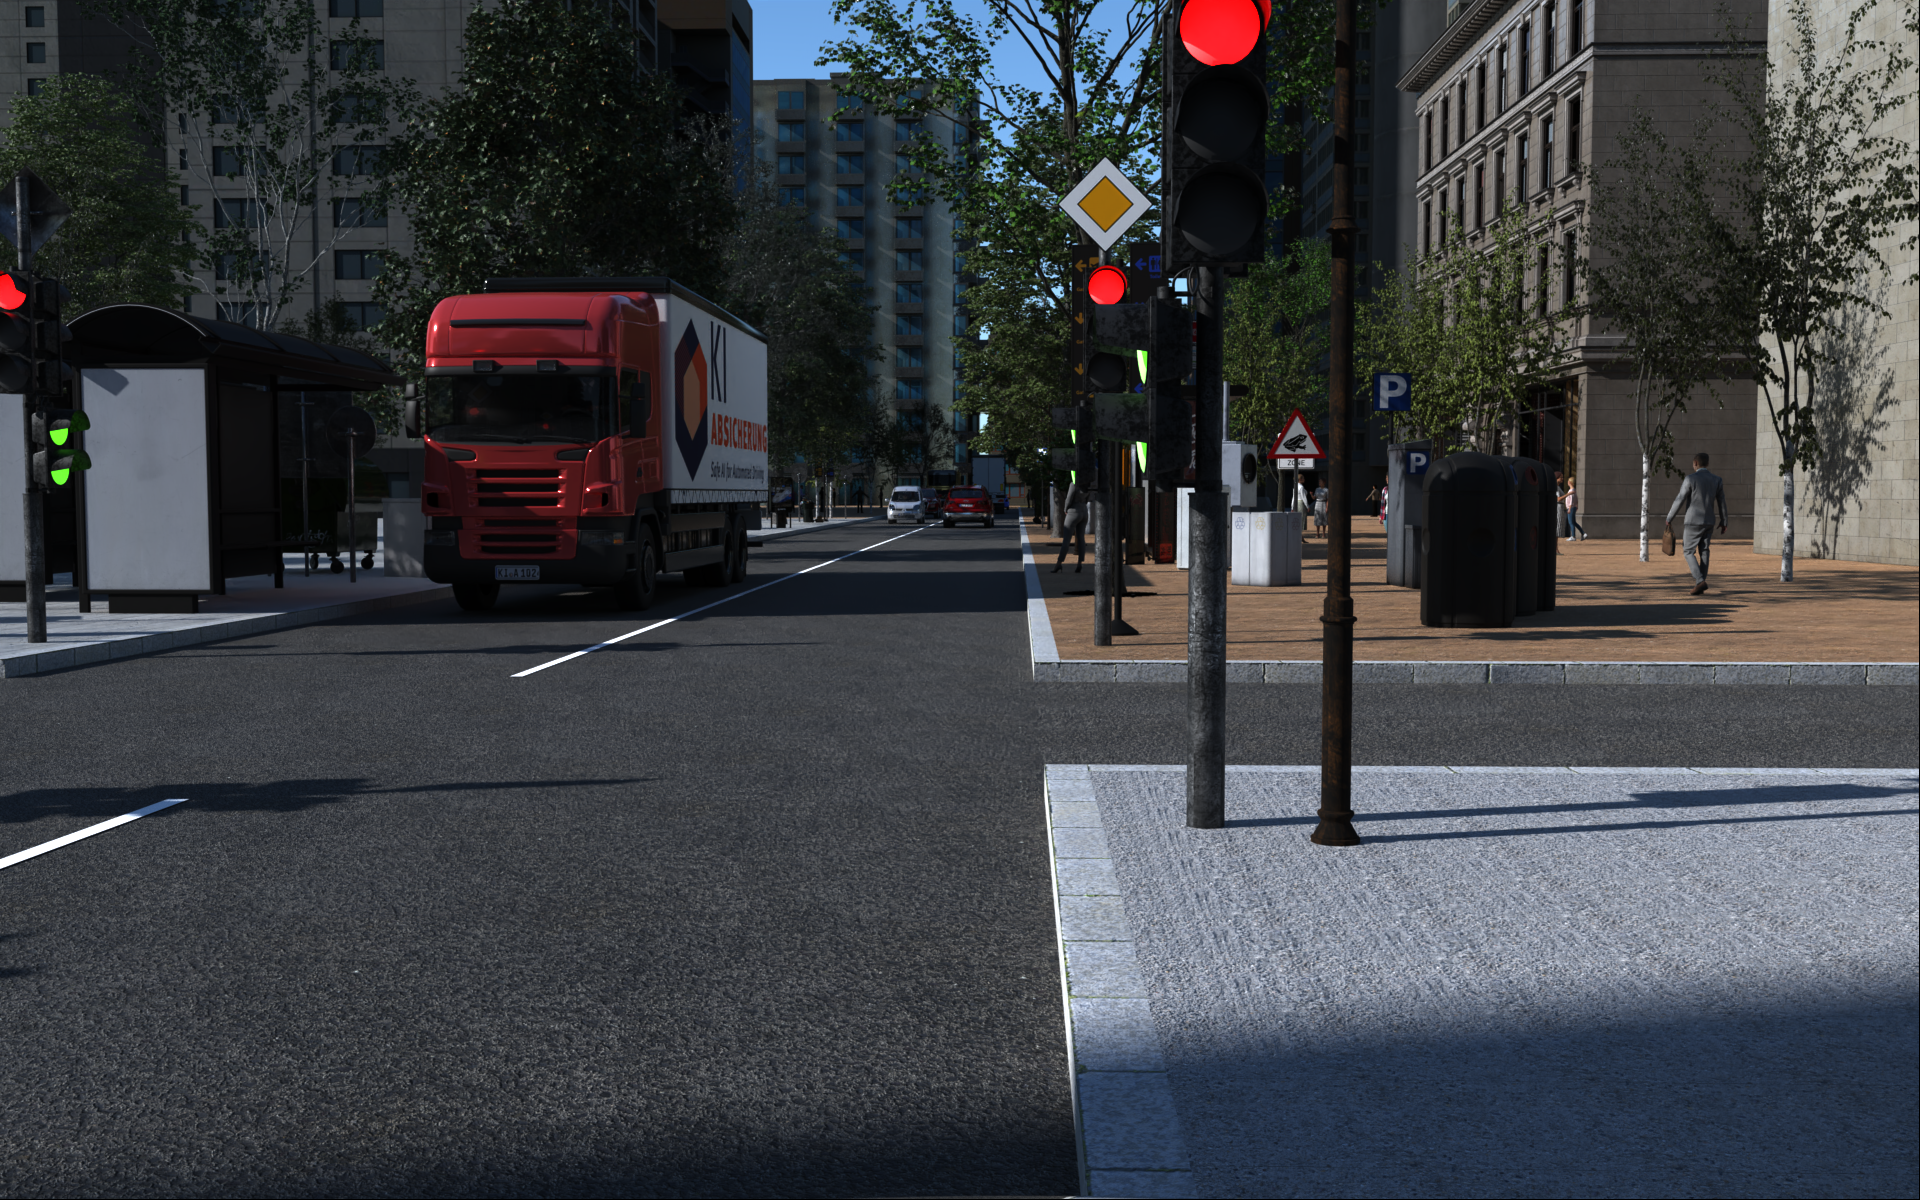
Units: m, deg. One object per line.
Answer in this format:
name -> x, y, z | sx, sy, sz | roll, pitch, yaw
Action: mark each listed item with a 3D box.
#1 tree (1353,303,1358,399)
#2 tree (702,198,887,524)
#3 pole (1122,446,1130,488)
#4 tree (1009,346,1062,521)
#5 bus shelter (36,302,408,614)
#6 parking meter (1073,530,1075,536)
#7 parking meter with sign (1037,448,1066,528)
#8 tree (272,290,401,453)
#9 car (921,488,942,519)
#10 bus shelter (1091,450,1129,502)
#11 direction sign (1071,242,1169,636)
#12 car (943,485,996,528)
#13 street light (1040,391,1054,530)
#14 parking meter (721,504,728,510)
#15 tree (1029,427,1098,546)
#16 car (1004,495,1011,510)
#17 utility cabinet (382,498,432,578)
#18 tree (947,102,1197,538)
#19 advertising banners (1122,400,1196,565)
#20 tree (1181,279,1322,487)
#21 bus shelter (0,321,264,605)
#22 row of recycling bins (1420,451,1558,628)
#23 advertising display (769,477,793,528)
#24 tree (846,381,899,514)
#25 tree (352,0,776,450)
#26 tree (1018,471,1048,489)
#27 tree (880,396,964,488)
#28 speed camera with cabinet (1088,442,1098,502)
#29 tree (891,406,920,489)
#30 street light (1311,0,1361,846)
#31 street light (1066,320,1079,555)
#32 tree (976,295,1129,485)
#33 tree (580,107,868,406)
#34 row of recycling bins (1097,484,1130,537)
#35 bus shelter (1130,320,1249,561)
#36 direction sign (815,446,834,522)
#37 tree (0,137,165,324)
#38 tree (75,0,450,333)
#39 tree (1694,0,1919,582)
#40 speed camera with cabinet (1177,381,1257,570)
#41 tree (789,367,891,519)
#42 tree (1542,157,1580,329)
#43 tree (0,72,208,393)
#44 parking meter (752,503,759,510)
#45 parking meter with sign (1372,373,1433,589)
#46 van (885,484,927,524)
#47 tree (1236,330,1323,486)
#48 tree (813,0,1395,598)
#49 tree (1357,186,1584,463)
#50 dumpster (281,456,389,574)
tree -> 13.793, -6.112, 50.298 | 4.737, 8.622, 4.395 | 0, 3, 0
tree -> -7.766, -10.192, 73.287 | 9.857, 13.997, 8.962 | 0, 3, 0
pole -> 6.060, -4.268, 63.633 | 0.158, 3.312, 0.155 | 0, 3, 0
tree -> 4.109, -8.001, 81.175 | 4.360, 8.622, 3.978 | 0, 3, 0
bus shelter -> -8.661, -1.659, 21.053 | 2.014, 3.302, 5.546 | 0, 4, 2
parking meter -> 3.515, -2.754, 53.439 | 0.372, 1.533, 0.369 | 0, 3, 0
parking meter with sign -> 3.735, -4.262, 65.943 | 1.738, 3.016, 0.543 | -3, 5, -42
tree -> -28.935, -8.812, 78.483 | 7.601, 10.594, 8.767 | -1, 4, -16
car -> -2.179, -5.732, 102.386 | 2.281, 1.827, 5.304 | 0, 4, 2
bus shelter -> 6.424, -4.858, 73.356 | 2.014, 3.302, 5.546 | 0, 4, 2
direction sign -> 1.445, -1.452, 15.738 | 0.876, 3.537, 0.379 | 1, 4, 12
car -> 0.396, -4.017, 74.344 | 2.281, 1.827, 5.304 | 0, 4, 3
street light -> 3.202, -5.476, 62.316 | 0.468, 5.910, 1.993 | 0, 4, 2
parking meter -> -10.603, -4.233, 77.623 | 0.372, 1.533, 0.369 | 0, 3, 0
tree -> 2.505, -2.956, 42.934 | 1.663, 3.219, 1.824 | 0, 3, 0
car -> 3.582, -8.944, 155.832 | 1.945, 1.707, 3.694 | 0, 4, 2
utility cabinet -> -8.497, -0.961, 26.869 | 1.020, 1.237, 0.306 | 2, 4, 32
tree -> 3.294, -8.105, 50.651 | 7.486, 12.596, 7.792 | 0, 3, 0
advertising banners -> 3.755, -2.182, 31.869 | 2.074, 3.025, 0.090 | -3, 4, -38
tree -> 10.029, -6.629, 58.745 | 4.737, 8.622, 4.395 | 0, 3, 0
bus shelter -> -11.522, -1.780, 23.031 | 2.014, 3.302, 5.546 | 0, 4, 2
row of recycling bins -> 5.515, -0.669, 18.053 | 1.069, 1.692, 3.534 | 2, 4, 27
advertising display -> -6.729, -3.662, 65.094 | 0.974, 1.923, 0.123 | -3, 4, -39
tree -> -5.800, -9.854, 111.474 | 4.360, 8.622, 3.978 | 0, 3, 0
tree -> -8.763, -7.413, 38.216 | 9.611, 12.733, 9.660 | 0, 3, 0
tree -> 6.468, -9.541, 139.713 | 4.285, 4.588, 4.351 | 0, 3, 0
tree -> -3.830, -14.118, 165.233 | 8.767, 10.594, 7.601 | 0, 4, 1
speed camera with cabinet -> 4.945, -4.016, 60.004 | 2.038, 3.252, 0.660 | -3, 4, -35
tree -> -5.376, -11.773, 142.845 | 4.737, 8.622, 4.395 | 0, 3, 0
street light -> 1.385, -2.044, 6.214 | 0.468, 5.910, 1.993 | 0, 4, 2
street light -> 2.464, -3.879, 36.209 | 0.468, 5.910, 1.993 | 0, 4, 2
tree -> 5.660, -11.215, 100.371 | 9.611, 12.733, 9.660 | 0, 3, 0
tree -> -8.189, -8.845, 54.984 | 12.009, 13.543, 11.850 | 0, 3, 0
row of recycling bins -> 5.824, -2.742, 51.944 | 3.534, 1.692, 1.069 | -1, 4, -11
bus shelter -> 4.653, -3.662, 37.502 | 2.179, 5.291, 8.768 | 0, 4, 2
direction sign -> -6.323, -5.431, 80.793 | 0.876, 3.537, 0.379 | 0, 4, -6
tree -> -19.244, -5.290, 36.846 | 4.360, 8.622, 3.978 | 0, 3, 0
tree -> -23.440, -12.511, 60.450 | 12.611, 20.169, 13.585 | 0, 3, 0
tree -> 11.895, -4.573, 25.133 | 4.360, 8.622, 3.978 | 0, 3, 0
speed camera with cabinet -> 4.450, -2.171, 29.826 | 0.660, 3.252, 2.038 | 2, 4, 34
tree -> -6.824, -8.688, 92.410 | 4.737, 8.622, 4.395 | 0, 3, 0
tree -> 13.247, -5.031, 32.619 | 4.360, 8.622, 3.978 | 0, 3, 0
tree -> -24.264, -7.895, 47.215 | 7.486, 12.596, 7.792 | 0, 3, 0
parking meter -> -10.632, -5.154, 89.975 | 0.399, 1.863, 0.255 | -1, 4, -9
parking meter with sign -> 6.253, -1.706, 24.150 | 0.543, 3.016, 1.738 | 0, 4, -3
van -> -2.585, -4.700, 83.854 | 2.013, 2.044, 4.112 | 0, 4, 2
tree -> 14.438, -7.810, 78.058 | 4.360, 8.622, 3.978 | 0, 3, 0
tree -> 1.748, -5.863, 21.610 | 9.928, 11.665, 9.643 | 0, 3, 0
tree -> 13.026, -5.637, 42.526 | 4.737, 8.622, 4.395 | 0, 3, 0
dumpster -> -10.497, -1.596, 28.582 | 1.502, 2.255, 1.985 | 0, 4, 2
